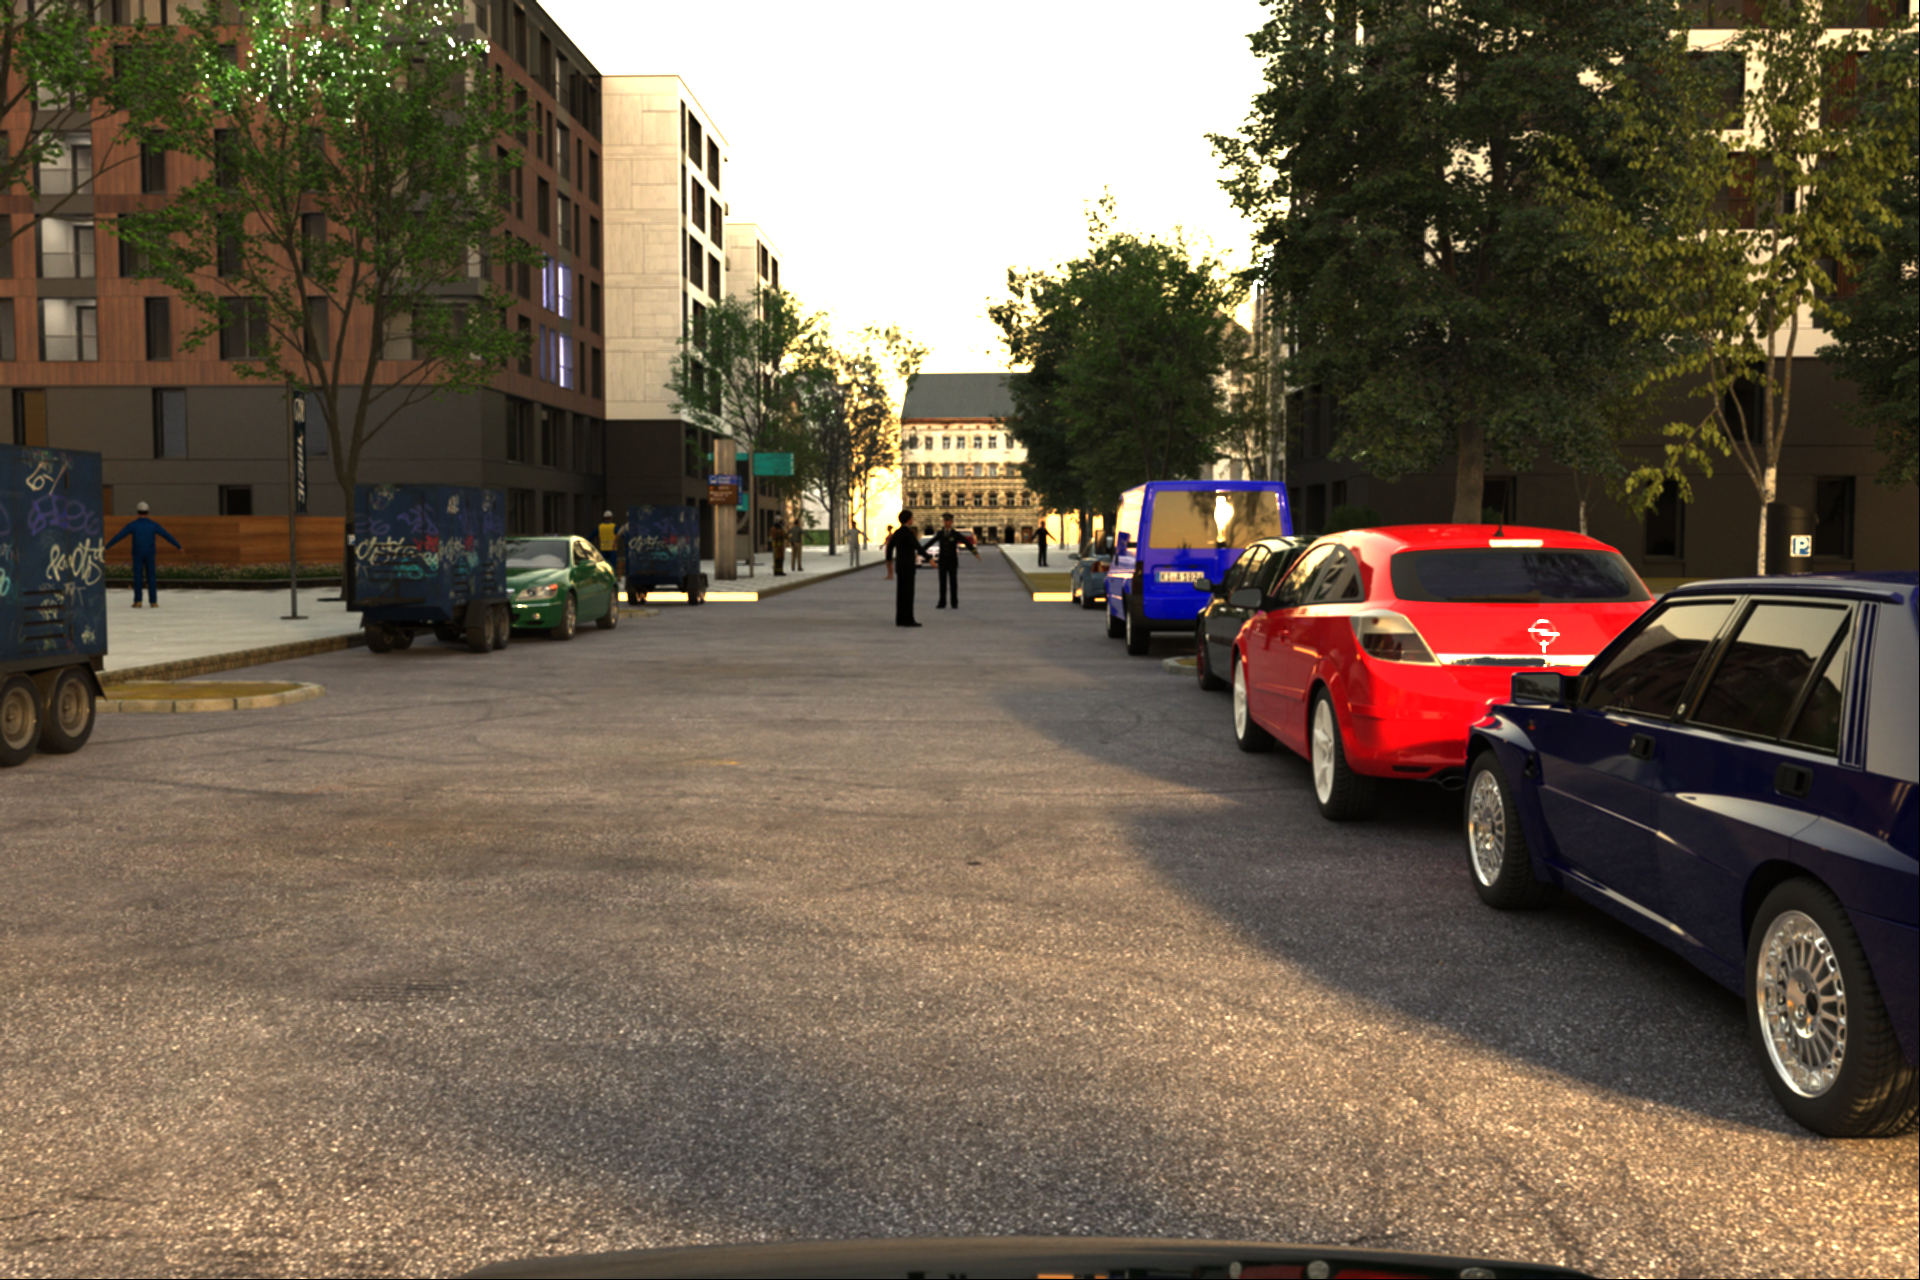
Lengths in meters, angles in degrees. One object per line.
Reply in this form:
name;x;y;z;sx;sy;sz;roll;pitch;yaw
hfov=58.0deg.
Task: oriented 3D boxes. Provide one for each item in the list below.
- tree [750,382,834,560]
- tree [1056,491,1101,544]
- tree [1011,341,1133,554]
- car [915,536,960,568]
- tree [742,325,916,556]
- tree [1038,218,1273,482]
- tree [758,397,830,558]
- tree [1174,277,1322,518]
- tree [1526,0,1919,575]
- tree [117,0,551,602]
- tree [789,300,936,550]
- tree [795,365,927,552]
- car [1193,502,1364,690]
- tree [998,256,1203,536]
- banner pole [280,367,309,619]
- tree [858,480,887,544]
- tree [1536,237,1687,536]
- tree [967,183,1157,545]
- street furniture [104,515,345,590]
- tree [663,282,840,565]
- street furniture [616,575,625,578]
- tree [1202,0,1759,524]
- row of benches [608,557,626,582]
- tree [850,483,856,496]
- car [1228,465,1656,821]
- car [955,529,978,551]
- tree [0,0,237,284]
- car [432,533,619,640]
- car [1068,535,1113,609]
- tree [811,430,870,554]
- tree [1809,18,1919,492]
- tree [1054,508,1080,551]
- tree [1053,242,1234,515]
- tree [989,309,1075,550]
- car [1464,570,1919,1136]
tree;-8.710;-8.198;84.396;4.360;8.622;3.978;0;3;0
tree;16.115;-18.146;231.103;7.601;10.594;8.767;0;4;7
tree;7.925;-12.509;111.170;9.857;13.997;8.962;0;3;0
car;-1.027;-3.755;73.760;2.083;1.381;4.827;0;4;1
tree;-7.768;-11.767;102.756;12.009;13.543;11.850;0;3;0
tree;6.656;-8.120;58.521;9.928;11.665;9.643;0;3;0
tree;-8.711;-8.617;91.250;4.737;8.622;4.395;0;3;0
tree;8.640;-6.057;49.400;4.360;8.622;3.978;0;3;0
tree;8.798;-4.208;19.159;4.737;8.622;4.395;0;3;0
tree;-11.681;-6.546;32.778;9.928;11.665;9.643;0;3;0
tree;-8.717;-17.440;141.029;12.611;20.169;13.585;0;3;0
tree;-7.548;-13.001;122.931;12.009;13.543;11.850;0;3;0
car;3.051;-0.300;14.685;2.009;1.686;4.222;0;4;0
tree;6.557;-10.466;77.777;9.857;13.997;8.962;0;3;0
banner pole;-10.086;-2.223;26.363;0.401;3.779;0.863;0;4;0
tree;-11.217;-17.328;233.673;4.360;8.622;3.978;0;3;0
tree;15.010;-5.563;41.311;4.737;8.622;4.395;0;3;0
tree;6.777;-14.701;96.246;12.611;20.169;13.585;0;3;0
street furniture;-18.061;-2.182;42.538;11.010;1.723;9.812;1;4;17
tree;-8.503;-8.886;71.034;9.928;11.665;9.643;0;3;0
street furniture;-13.140;-2.289;53.046;10.072;0.657;5.734;0;4;-7
tree;9.167;-7.601;30.939;9.857;13.997;8.962;0;3;0
row of benches;-9.640;-1.900;46.530;1.422;0.672;4.104;2;4;26
tree;-19.257;-20.120;235.610;9.857;13.997;8.962;0;3;0
car;2.716;-0.067;10.134;2.155;1.783;4.494;0;4;1
car;0.190;-7.263;127.423;2.281;1.827;5.304;0;4;0
tree;-12.686;-5.811;20.765;9.928;11.665;9.643;0;3;0
car;-6.142;-0.798;24.845;2.131;1.459;4.920;0;4;0
car;3.194;-1.374;34.471;2.014;1.417;4.499;0;4;0
tree;-8.296;-9.980;113.539;4.360;8.622;3.978;0;3;0
tree;23.528;-8.028;37.908;9.857;13.997;8.962;0;3;0
tree;7.970;-10.935;129.147;4.737;8.622;4.395;0;3;0
tree;7.214;-9.135;67.488;7.486;12.596;7.792;0;3;0
tree;8.649;-17.586;143.413;12.611;20.169;13.585;0;3;0
car;2.869;0.435;5.465;1.945;1.354;3.894;0;3;0
